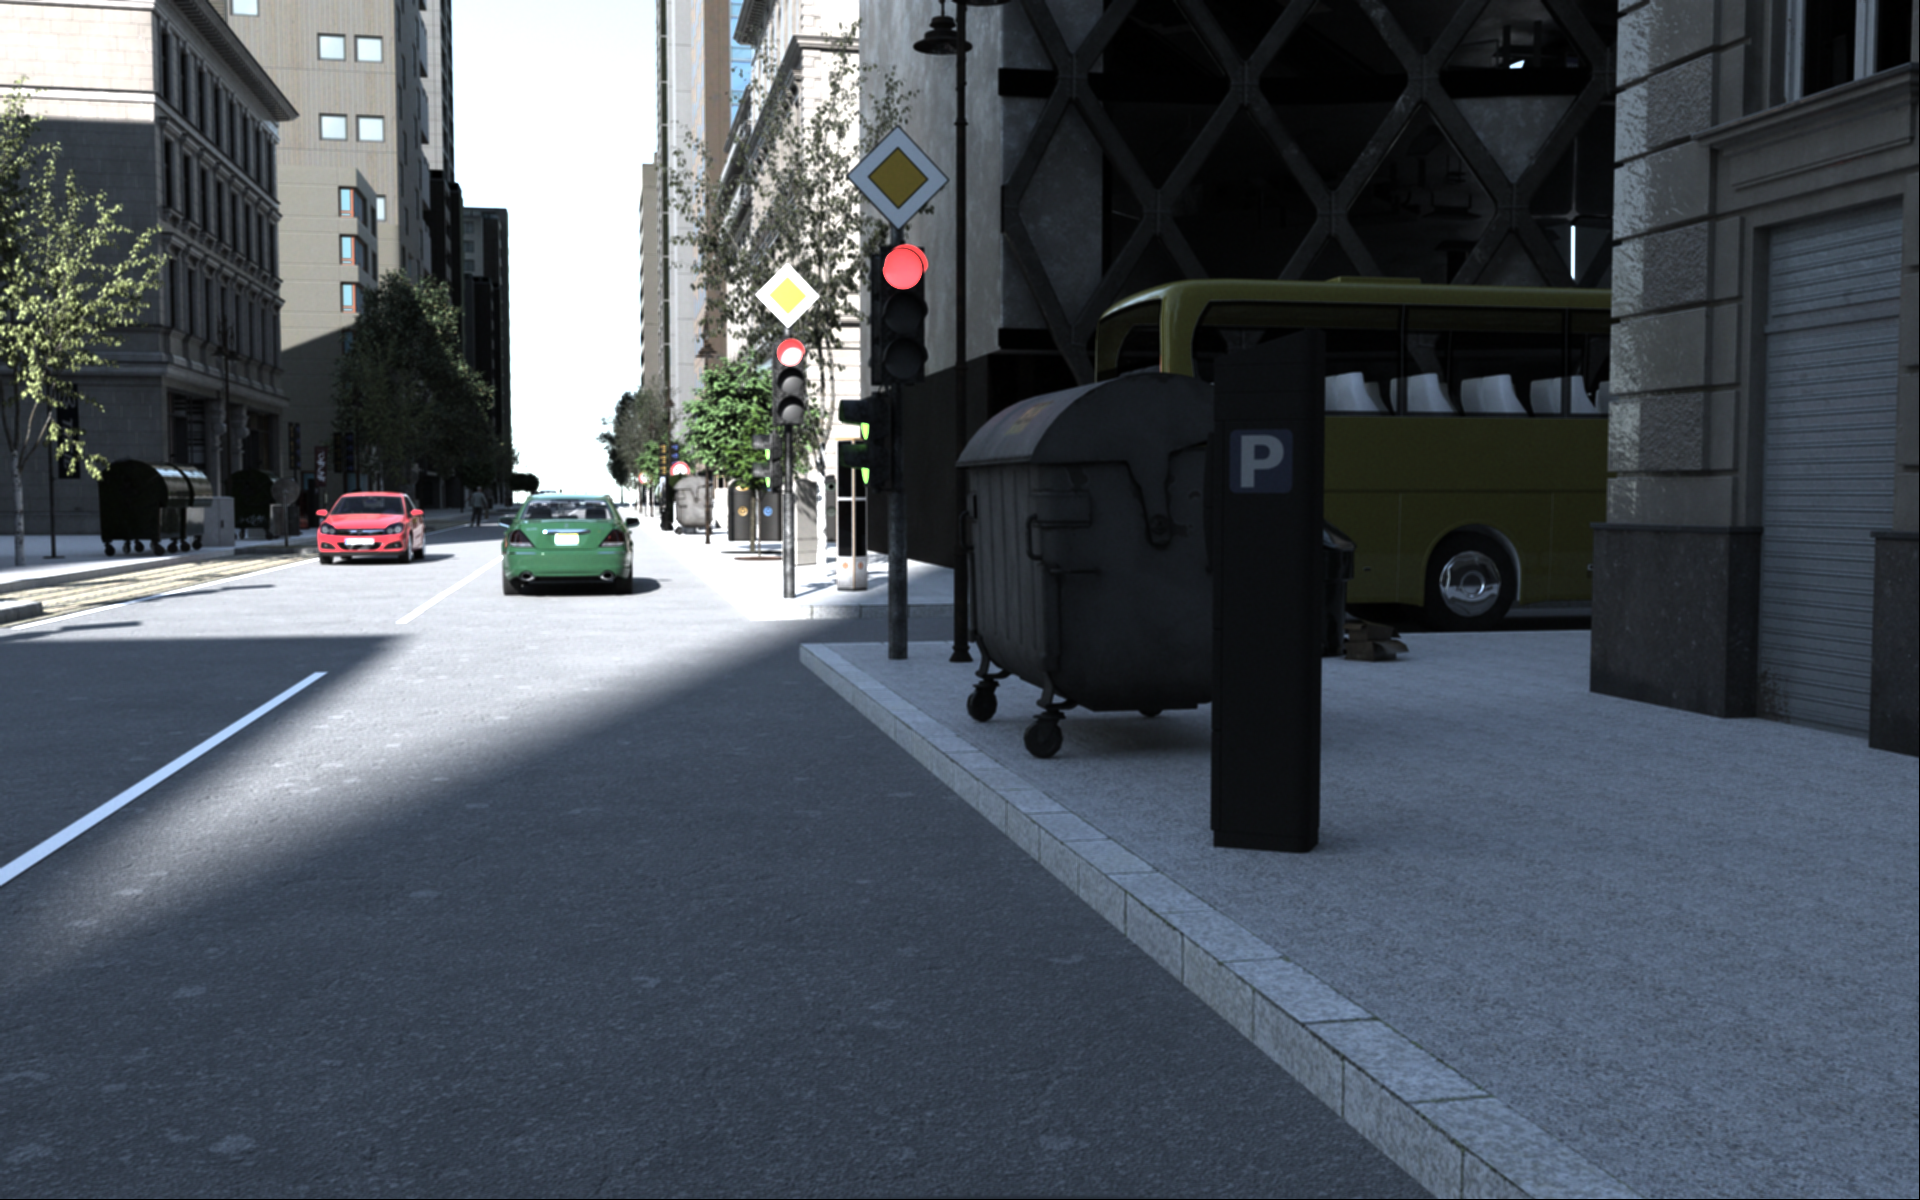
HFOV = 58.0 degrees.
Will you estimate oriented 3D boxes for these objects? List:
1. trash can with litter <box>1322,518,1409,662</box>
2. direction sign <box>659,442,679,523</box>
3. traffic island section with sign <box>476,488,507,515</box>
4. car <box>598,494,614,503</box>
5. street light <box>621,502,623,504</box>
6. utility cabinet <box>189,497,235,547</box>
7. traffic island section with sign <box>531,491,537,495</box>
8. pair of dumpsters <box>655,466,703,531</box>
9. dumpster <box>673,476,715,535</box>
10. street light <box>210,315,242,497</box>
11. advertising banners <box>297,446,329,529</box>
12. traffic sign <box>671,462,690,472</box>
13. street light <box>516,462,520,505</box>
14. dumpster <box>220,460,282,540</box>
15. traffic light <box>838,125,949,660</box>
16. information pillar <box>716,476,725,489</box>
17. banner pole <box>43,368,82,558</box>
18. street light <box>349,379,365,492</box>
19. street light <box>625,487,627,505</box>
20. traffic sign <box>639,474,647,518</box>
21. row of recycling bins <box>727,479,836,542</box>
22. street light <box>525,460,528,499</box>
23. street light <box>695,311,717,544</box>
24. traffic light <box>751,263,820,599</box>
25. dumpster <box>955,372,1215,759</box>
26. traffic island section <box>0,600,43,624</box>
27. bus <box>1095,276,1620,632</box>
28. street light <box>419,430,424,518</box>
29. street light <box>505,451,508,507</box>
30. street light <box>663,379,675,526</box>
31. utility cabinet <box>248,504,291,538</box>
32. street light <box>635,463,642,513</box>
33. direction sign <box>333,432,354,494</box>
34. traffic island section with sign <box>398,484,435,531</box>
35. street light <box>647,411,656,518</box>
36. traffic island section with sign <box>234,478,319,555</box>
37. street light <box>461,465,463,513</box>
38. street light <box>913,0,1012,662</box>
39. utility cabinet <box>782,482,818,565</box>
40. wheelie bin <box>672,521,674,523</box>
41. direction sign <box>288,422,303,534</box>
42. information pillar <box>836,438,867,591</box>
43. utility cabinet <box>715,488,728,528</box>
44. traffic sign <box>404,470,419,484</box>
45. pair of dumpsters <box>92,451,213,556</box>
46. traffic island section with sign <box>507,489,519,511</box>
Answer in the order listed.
[{"bbox_3d":[3.037,-0.139,13.652,1.055,1.170,0.624,3,5,45],"label":"trash can with litter"},{"bbox_3d":[-12.752,-5.132,75.908,0.876,3.537,0.379,-2,4,-25],"label":"direction sign"},{"bbox_3d":[-31.911,-6.645,117.271,1.989,1.847,2.006,-1,4,-12],"label":"traffic island section with sign"},{"bbox_3d":[-32.296,-8.985,156.694,2.009,1.686,4.222,-1,4,-14],"label":"car"},{"bbox_3d":[-38.548,-13.881,199.735,0.468,5.910,1.993,-1,4,-12],"label":"street light"},{"bbox_3d":[-18.203,-1.895,42.147,0.306,1.237,1.020,3,5,41],"label":"utility cabinet"},{"bbox_3d":[-48.576,-11.567,197.741,1.989,1.847,2.006,-1,4,-12],"label":"traffic island section with sign"},{"bbox_3d":[-10.185,-3.689,62.815,1.574,2.255,4.437,-1,4,-12],"label":"pair of dumpsters"},{"bbox_3d":[-8.402,-2.997,54.767,1.264,1.857,1.865,-1,4,-12],"label":"dumpster"},{"bbox_3d":[-18.942,-4.406,44.829,0.468,5.910,1.993,-1,4,-12],"label":"street light"},{"bbox_3d":[-23.911,-4.076,62.828,2.074,3.025,0.090,-3,4,-36],"label":"advertising banners"},{"bbox_3d":[-10.965,-4.150,67.951,0.768,2.556,0.104,0,4,-2],"label":"traffic sign"},{"bbox_3d":[-51.391,-13.985,201.442,0.468,5.910,1.993,-1,4,-12],"label":"street light"},{"bbox_3d":[-19.835,-2.827,48.709,1.502,2.255,1.985,-1,4,-12],"label":"dumpster"},{"bbox_3d":[-0.502,-1.496,13.376,0.839,4.253,0.868,-1,4,-12],"label":"traffic light"},{"bbox_3d":[-9.751,-4.038,70.516,0.304,2.012,0.304,-1,4,-16],"label":"information pillar"},{"bbox_3d":[-17.939,-2.725,34.579,0.863,3.779,0.401,0,4,8],"label":"banner pole"},{"bbox_3d":[-24.215,-5.924,69.650,0.468,5.910,1.993,-1,4,-12],"label":"street light"},{"bbox_3d":[-32.226,-12.011,169.166,0.468,5.910,1.993,-1,4,-12],"label":"street light"},{"bbox_3d":[-16.886,-5.693,93.185,0.768,2.556,0.104,0,4,-7],"label":"traffic sign"},{"bbox_3d":[-4.681,-2.431,46.853,3.534,1.692,1.069,1,4,20],"label":"row of recycling bins"},{"bbox_3d":[-56.874,-15.563,227.242,0.468,5.910,1.993,-1,4,-12],"label":"street light"},{"bbox_3d":[-6.427,-4.353,43.960,0.468,5.910,1.993,-1,4,-12],"label":"street light"},{"bbox_3d":[-2.121,-1.974,21.196,0.839,4.253,0.868,-1,4,-12],"label":"traffic light"},{"bbox_3d":[0.765,-0.206,9.131,1.264,1.857,1.865,-1,4,-12],"label":"dumpster"},{"bbox_3d":[-11.621,0.179,19.355,2.009,0.180,2.903,-1,4,-12],"label":"traffic island section"},{"bbox_3d":[7.705,-1.691,19.197,12.252,3.916,2.896,-1,4,-12],"label":"bus"},{"bbox_3d":[-29.224,-7.414,94.014,0.468,5.910,1.993,-1,4,-12],"label":"street light"},{"bbox_3d":[-46.230,-12.450,176.340,0.468,5.910,1.993,-1,4,-12],"label":"street light"},{"bbox_3d":[-11.657,-5.916,69.522,0.468,5.910,1.993,-1,4,-12],"label":"street light"},{"bbox_3d":[-20.044,-2.542,50.245,1.173,1.500,0.318,0,4,8],"label":"utility cabinet"},{"bbox_3d":[-22.027,-8.964,119.350,0.468,5.910,1.993,-1,4,-12],"label":"street light"},{"bbox_3d":[-22.597,-4.377,63.569,0.876,3.537,0.379,1,4,20],"label":"direction sign"},{"bbox_3d":[-21.753,-3.642,68.180,1.989,1.847,2.006,-1,4,-12],"label":"traffic island section with sign"},{"bbox_3d":[-16.836,-7.446,94.538,0.468,5.910,1.993,-1,4,-12],"label":"street light"},{"bbox_3d":[-16.282,-2.028,41.784,1.989,1.847,2.006,-1,4,-12],"label":"traffic island section with sign"},{"bbox_3d":[-34.298,-8.948,119.081,0.468,5.910,1.993,-1,4,-12],"label":"street light"},{"bbox_3d":[0.008,-2.466,13.107,0.468,5.910,1.993,-1,4,-12],"label":"street light"},{"bbox_3d":[-2.820,-1.377,31.192,0.318,1.500,1.173,1,4,21],"label":"utility cabinet"},{"bbox_3d":[-12.734,-4.273,77.764,0.693,1.594,0.980,1,4,21],"label":"wheelie bin"},{"bbox_3d":[-21.129,-3.857,55.057,0.379,3.537,0.876,0,3,0],"label":"direction sign"},{"bbox_3d":[-1.435,-1.130,22.965,0.304,2.012,0.304,2,4,34],"label":"information pillar"},{"bbox_3d":[-8.536,-3.422,64.621,1.173,1.500,0.318,1,4,13],"label":"utility cabinet"},{"bbox_3d":[-29.341,-5.663,92.688,0.768,2.556,0.104,0,4,-3],"label":"traffic sign"},{"bbox_3d":[-17.551,-2.155,37.730,1.574,2.255,4.437,-1,4,-12],"label":"pair of dumpsters"},{"bbox_3d":[-37.371,-8.259,143.669,1.989,1.847,2.006,-1,4,-12],"label":"traffic island section with sign"}]
